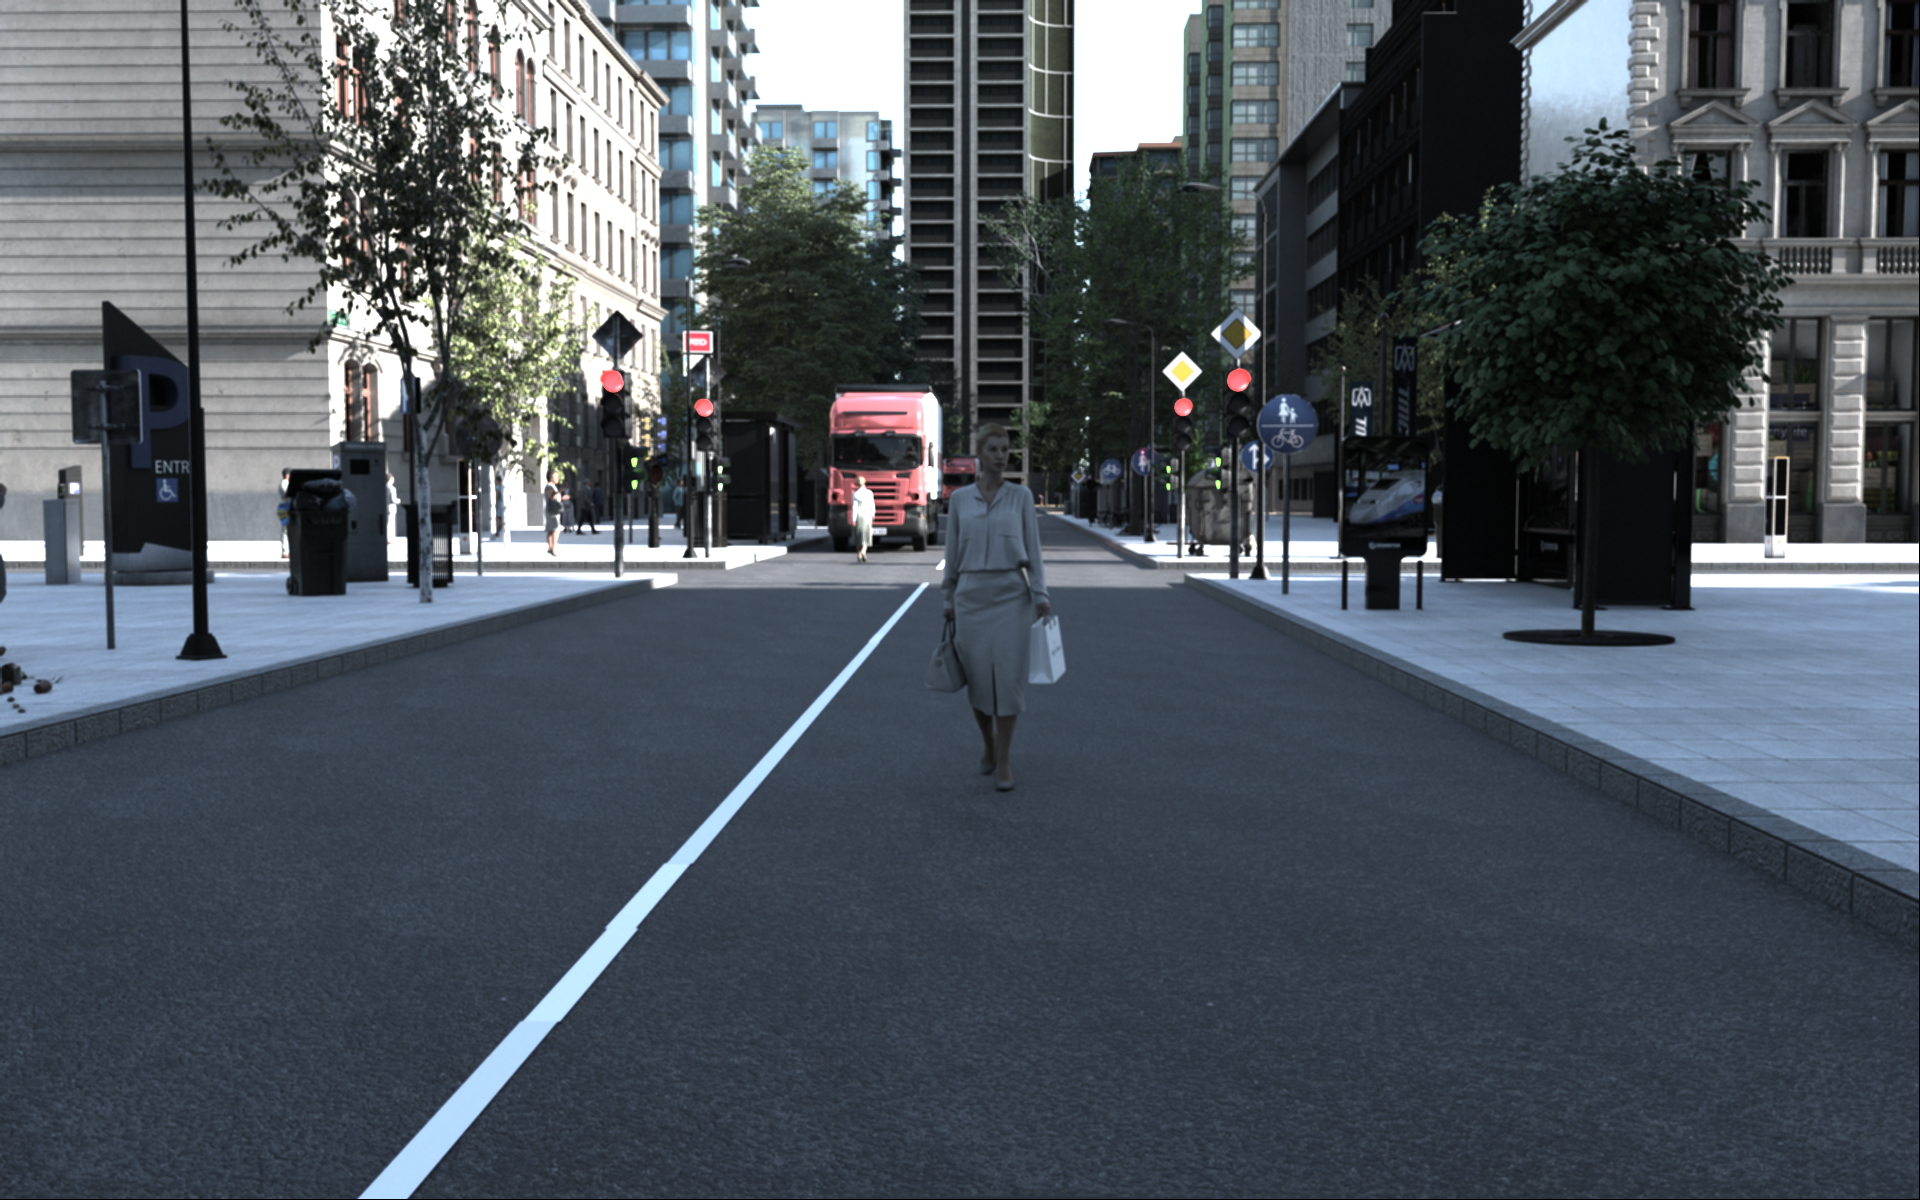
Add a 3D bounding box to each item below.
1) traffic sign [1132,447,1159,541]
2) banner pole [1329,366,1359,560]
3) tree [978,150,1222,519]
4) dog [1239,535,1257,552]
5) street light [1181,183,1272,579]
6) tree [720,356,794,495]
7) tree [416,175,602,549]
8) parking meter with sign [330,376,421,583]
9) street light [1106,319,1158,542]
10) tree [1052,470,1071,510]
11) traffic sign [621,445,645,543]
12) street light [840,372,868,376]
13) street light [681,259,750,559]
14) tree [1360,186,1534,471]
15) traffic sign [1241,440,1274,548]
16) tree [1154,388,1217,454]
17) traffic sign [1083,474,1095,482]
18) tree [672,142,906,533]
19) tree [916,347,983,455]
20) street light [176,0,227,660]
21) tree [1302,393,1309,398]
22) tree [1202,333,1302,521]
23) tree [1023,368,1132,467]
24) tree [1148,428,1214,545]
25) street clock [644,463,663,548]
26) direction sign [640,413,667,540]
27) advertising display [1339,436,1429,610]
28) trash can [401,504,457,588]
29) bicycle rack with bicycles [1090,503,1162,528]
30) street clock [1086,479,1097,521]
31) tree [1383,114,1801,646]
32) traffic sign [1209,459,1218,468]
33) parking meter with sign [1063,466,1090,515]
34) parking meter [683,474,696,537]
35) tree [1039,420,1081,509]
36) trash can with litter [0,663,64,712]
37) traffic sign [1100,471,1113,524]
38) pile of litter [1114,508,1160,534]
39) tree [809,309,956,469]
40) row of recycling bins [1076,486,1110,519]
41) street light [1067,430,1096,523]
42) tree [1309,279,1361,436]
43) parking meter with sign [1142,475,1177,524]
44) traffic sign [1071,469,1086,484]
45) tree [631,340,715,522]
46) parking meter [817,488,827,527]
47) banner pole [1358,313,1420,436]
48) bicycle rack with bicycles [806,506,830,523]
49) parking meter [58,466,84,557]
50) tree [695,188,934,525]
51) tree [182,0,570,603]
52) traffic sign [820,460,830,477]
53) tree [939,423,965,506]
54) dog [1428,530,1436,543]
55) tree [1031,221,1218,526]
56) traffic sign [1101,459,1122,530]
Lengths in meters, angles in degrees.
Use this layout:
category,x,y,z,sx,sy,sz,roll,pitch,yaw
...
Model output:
category,x,y,z,sx,sy,sz,roll,pitch,yaw
traffic sign,5.079,-2.890,47.361,0.768,2.556,0.104,0,4,4
banner pole,7.684,-2.683,33.890,0.863,3.779,0.401,0,4,2
tree,7.643,-14.653,95.459,12.611,20.169,13.585,0,3,0
dog,6.400,-1.495,38.831,0.513,0.831,0.800,0,4,4
street light,3.999,-3.272,26.039,1.470,5.913,1.316,0,4,1
tree,-10.329,-8.476,88.952,4.360,8.622,3.978,0,3,0
tree,-10.502,-5.484,40.020,4.737,8.622,4.395,0,3,0
parking meter with sign,-8.819,-1.780,25.367,1.738,3.016,0.543,-3,5,-41
street light,4.570,-4.505,46.196,1.470,5.913,1.316,0,4,1
tree,8.366,-8.871,139.645,1.663,3.219,1.824,0,3,0
traffic sign,-8.613,-2.760,45.224,0.768,2.556,0.104,0,4,4
street light,-4.037,-5.657,65.026,1.470,5.913,1.316,0,4,1
street light,-4.837,-3.779,34.326,1.470,5.913,1.316,0,4,1
tree,13.017,-5.639,42.564,4.737,8.622,4.395,0,3,0
traffic sign,7.013,-2.497,40.936,0.768,2.556,0.104,0,4,8
tree,13.242,-9.478,105.323,4.737,8.622,4.395,0,3,0
traffic sign,8.101,-6.628,108.474,0.768,2.556,0.104,0,4,8
tree,-5.701,-8.492,56.976,7.486,12.596,7.792,0,3,0
tree,-2.555,-14.230,143.033,12.009,13.543,11.850,0,3,0
street light,-5.385,-2.495,13.330,1.470,5.913,1.316,0,4,1
tree,14.529,-8.115,83.046,4.360,8.622,3.978,0,3,0
tree,12.984,-7.824,78.284,4.360,8.622,3.978,0,3,0
tree,8.552,-11.856,128.257,8.767,10.594,7.601,-2,4,-30
tree,5.586,-3.005,43.737,1.663,3.219,1.824,0,3,0
street clock,-7.250,-2.226,40.962,0.358,2.002,0.471,2,4,31
direction sign,-8.618,-3.473,48.781,0.876,3.537,0.379,-3,5,-43
advertising display,4.701,-0.857,19.225,0.974,1.923,0.123,0,4,-4
trash can,-7.302,-0.746,23.848,0.748,1.137,0.748,0,3,0
bicycle rack with bicycles,6.363,-3.223,66.079,2.925,0.926,2.852,-1,4,-20
street clock,6.292,-4.801,83.067,0.471,2.002,0.358,2,4,33
tree,5.459,-1.924,15.170,4.285,4.588,4.351,0,3,0
traffic sign,6.775,-2.687,46.067,0.606,2.300,0.079,1,4,11
parking meter with sign,7.202,-6.782,107.142,1.738,3.016,0.543,-3,4,-36
parking meter,-8.043,-2.801,51.510,0.255,1.863,0.399,-3,5,-39
tree,8.621,-12.101,148.211,4.737,8.622,4.395,0,3,0
trash can with litter,-6.316,0.006,10.955,1.678,1.210,2.233,0,4,1
traffic sign,6.264,-4.392,73.941,0.606,2.300,0.079,1,4,10
pile of litter,5.806,-2.611,56.648,1.176,0.858,1.719,-2,4,-29
tree,-5.066,-11.339,102.401,9.611,12.733,9.660,0,3,0
row of recycling bins,7.181,-5.205,92.208,1.069,1.692,3.534,2,4,28
street light,5.367,-6.399,77.164,1.470,5.913,1.316,0,4,1
tree,13.836,-6.469,56.136,4.737,8.622,4.395,0,3,0
parking meter with sign,8.679,-4.824,75.137,1.738,3.016,0.543,-1,4,-22
traffic sign,6.025,-5.393,87.908,0.795,2.593,0.064,0,4,8
tree,-13.292,-7.949,80.336,4.737,8.622,4.395,0,3,0
parking meter,-5.410,-3.643,67.979,0.372,1.533,0.369,0,3,0
banner pole,6.055,-2.086,24.119,0.863,3.779,0.401,-2,4,-29
bicycle rack with bicycles,-5.107,-3.871,76.667,2.852,0.926,2.925,-3,4,-36
parking meter,-18.131,-1.811,35.317,0.255,1.863,0.399,2,4,32
tree,-5.850,-10.115,72.032,9.857,13.997,8.962,0,3,0
tree,-6.397,-4.261,20.035,4.360,8.622,3.978,0,3,0
traffic sign,-4.689,-3.859,62.822,0.795,2.593,0.064,0,4,6
tree,-1.856,-13.744,175.071,4.737,8.622,4.395,0,3,0
dog,12.448,-1.771,45.789,0.540,0.507,0.406,-1,4,-10
tree,6.500,-9.171,68.073,7.486,12.596,7.792,0,3,0
traffic sign,5.458,-3.815,62.474,0.768,2.556,0.104,0,4,5
